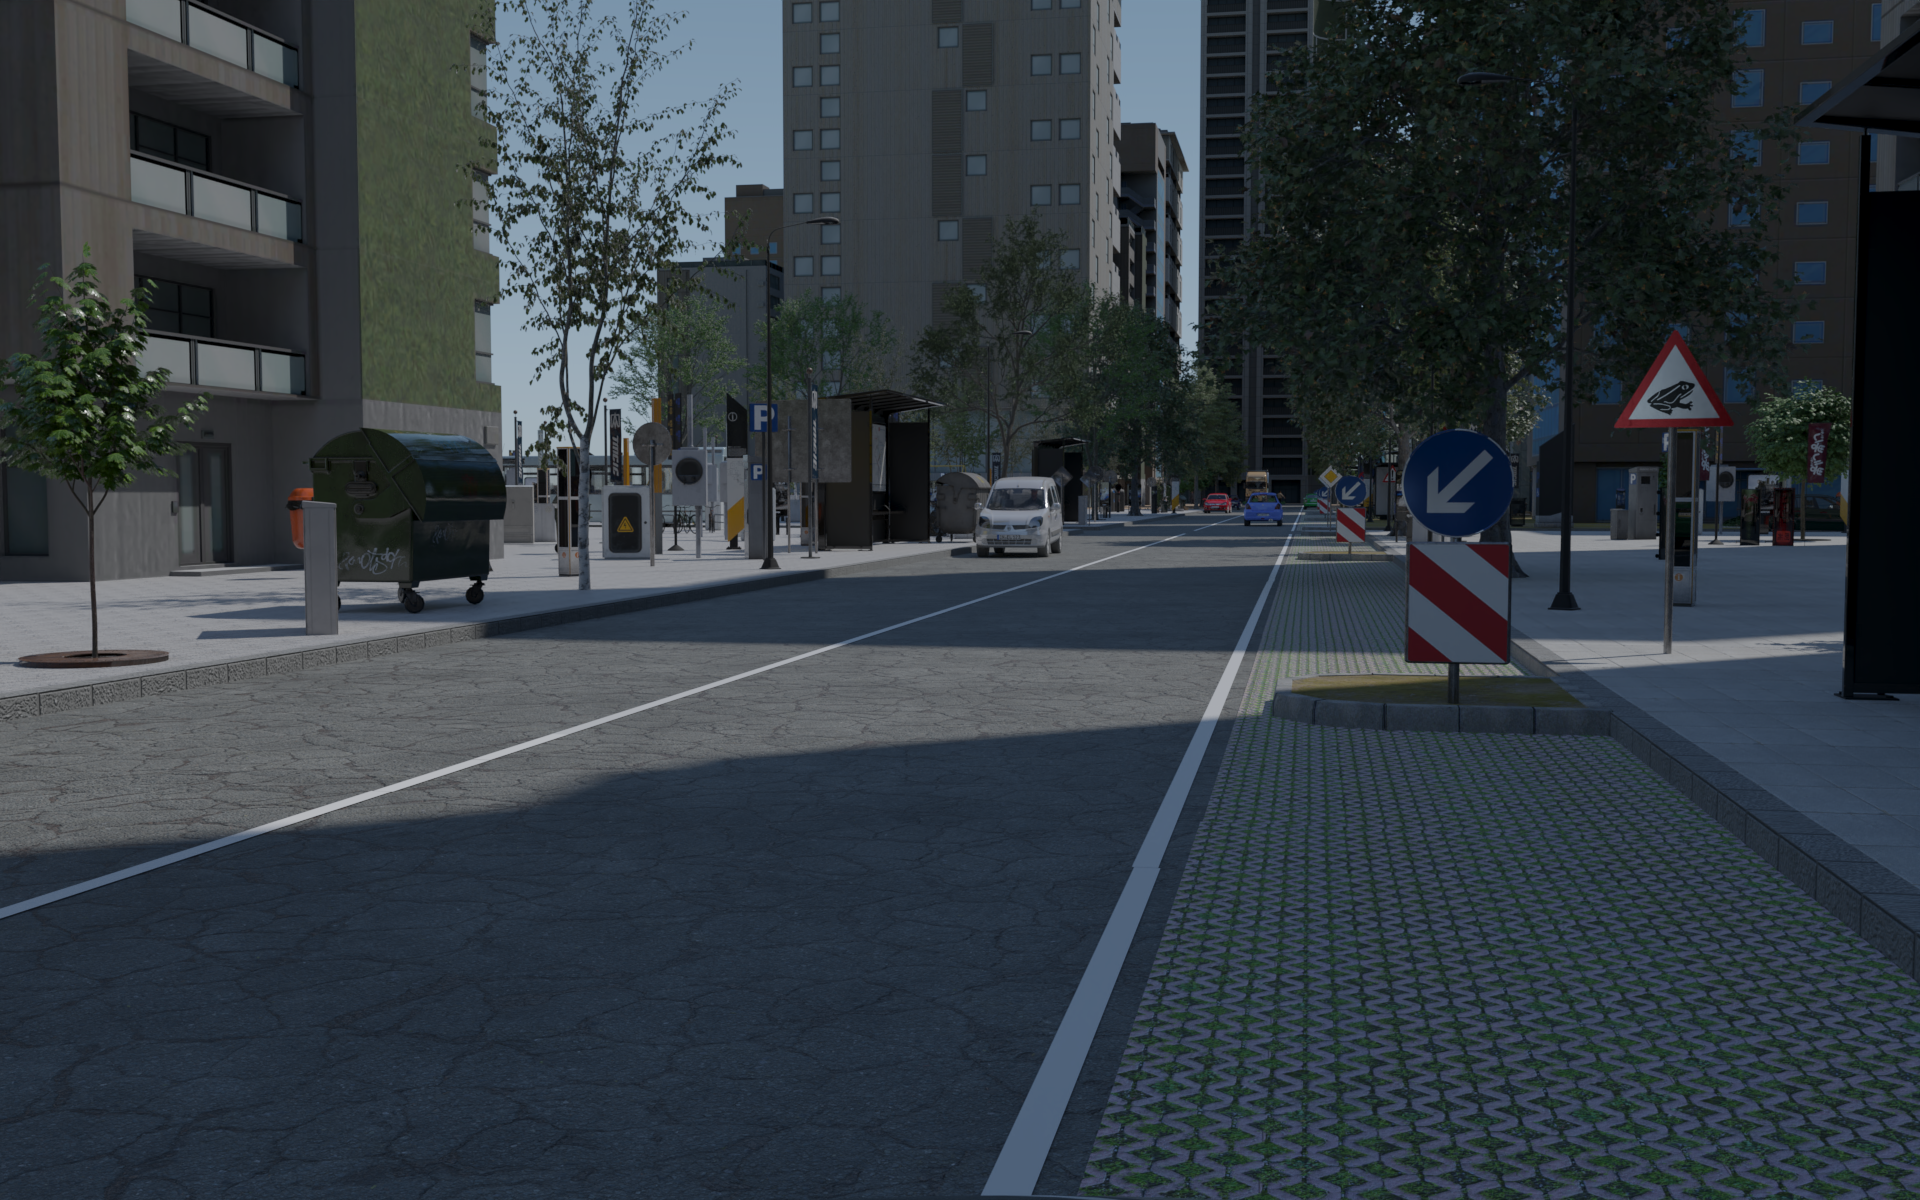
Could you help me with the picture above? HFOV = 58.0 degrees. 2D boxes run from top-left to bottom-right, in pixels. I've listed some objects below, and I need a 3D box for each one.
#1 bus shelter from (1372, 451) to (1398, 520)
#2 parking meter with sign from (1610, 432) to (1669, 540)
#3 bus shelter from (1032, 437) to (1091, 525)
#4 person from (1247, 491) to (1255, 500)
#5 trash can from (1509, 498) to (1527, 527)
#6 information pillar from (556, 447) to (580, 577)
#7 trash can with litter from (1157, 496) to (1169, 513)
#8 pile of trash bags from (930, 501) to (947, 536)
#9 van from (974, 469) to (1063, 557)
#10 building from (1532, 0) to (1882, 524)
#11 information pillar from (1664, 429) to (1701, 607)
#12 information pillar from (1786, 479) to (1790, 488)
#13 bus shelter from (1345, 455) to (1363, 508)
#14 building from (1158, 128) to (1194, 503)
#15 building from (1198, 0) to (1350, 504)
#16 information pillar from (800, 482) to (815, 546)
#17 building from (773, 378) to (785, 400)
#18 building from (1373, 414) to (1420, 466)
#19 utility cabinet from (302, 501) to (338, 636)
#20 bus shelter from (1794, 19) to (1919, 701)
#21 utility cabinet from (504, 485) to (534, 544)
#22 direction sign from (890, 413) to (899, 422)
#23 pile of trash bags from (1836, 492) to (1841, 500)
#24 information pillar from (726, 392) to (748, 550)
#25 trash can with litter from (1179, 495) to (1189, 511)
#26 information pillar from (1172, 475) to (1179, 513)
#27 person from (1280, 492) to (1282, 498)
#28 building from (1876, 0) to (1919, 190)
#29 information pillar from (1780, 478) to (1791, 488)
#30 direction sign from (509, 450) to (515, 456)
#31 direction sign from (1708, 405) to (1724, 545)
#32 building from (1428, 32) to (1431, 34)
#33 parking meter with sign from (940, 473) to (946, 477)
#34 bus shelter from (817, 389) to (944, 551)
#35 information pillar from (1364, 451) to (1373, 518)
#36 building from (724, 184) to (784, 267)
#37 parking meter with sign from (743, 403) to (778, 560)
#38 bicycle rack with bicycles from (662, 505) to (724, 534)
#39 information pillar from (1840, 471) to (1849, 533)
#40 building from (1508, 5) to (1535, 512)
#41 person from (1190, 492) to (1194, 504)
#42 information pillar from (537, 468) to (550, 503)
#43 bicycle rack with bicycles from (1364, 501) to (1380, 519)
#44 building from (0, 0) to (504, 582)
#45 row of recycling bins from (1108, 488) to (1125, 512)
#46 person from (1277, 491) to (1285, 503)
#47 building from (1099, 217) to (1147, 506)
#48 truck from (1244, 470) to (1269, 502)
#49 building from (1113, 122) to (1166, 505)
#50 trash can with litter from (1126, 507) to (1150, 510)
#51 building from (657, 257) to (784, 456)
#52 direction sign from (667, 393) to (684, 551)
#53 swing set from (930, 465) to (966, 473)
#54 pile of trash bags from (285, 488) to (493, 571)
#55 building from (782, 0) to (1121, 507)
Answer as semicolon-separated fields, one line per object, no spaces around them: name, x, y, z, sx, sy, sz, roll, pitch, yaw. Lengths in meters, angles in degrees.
bus shelter;20.910;-5.479;83.500;2.014;3.302;5.546;1;4;11
parking meter with sign;19.233;-3.214;48.808;1.738;3.016;0.543;-1;4;-13
bus shelter;4.376;-5.066;74.108;1.731;3.624;6.357;1;4;11
person;26.859;-9.163;158.837;1.217;1.766;0.721;3;5;41
trash can;21.927;-3.456;68.151;0.748;1.137;0.748;0;3;0
information pillar;-6.054;-1.374;26.954;0.304;2.012;0.304;3;5;40
trash can with litter;13.675;-6.518;117.954;1.055;1.170;0.624;2;4;26
pile of trash bags;-0.024;-2.703;53.943;1.912;1.369;3.447;1;4;12
van;1.424;-2.058;40.666;2.013;2.044;4.112;1;4;9
building;34.780;-26.294;80.023;14.200;45.320;14.600;1;4;11
information pillar;8.255;-0.936;19.792;0.304;2.012;0.304;2;4;31
information pillar;30.452;-4.422;63.662;0.183;3.616;0.504;1;4;21
bus shelter;31.008;-9.623;134.974;2.179;5.291;8.768;1;4;11
building;20.311;-40.425;250.185;27.495;52.752;28.713;1;4;11
building;44.211;-49.144;241.751;20.611;71.187;20.563;1;4;11
information pillar;-3.777;-2.353;42.957;0.304;2.012;0.304;1;4;12
building;-6.317;-54.589;205.197;31.000;86.520;22.319;1;4;11
building;70.034;-37.841;238.308;30.456;49.044;23.786;1;4;11
utility cabinet;-5.969;-0.307;16.187;0.306;1.237;1.020;-1;4;-21
bus shelter;5.432;-1.006;7.726;1.731;3.624;6.357;1;4;11
utility cabinet;-11.493;-2.174;44.229;1.173;1.500;0.318;-1;4;-9
direction sign;-1.804;-3.312;46.147;0.379;3.537;0.876;-2;4;-25
pile of trash bags;36.005;-3.599;68.595;3.447;1.369;1.912;-2;4;-24
information pillar;-5.148;-2.973;39.956;0.504;3.616;0.183;0;4;-2
trash can with litter;17.486;-7.552;134.861;0.624;1.170;1.055;-1;4;-22
information pillar;14.268;-7.547;114.741;0.504;3.616;0.183;1;4;23
person;40.274;-12.801;217.757;0.705;1.831;1.348;0;4;3
building;27.898;-21.590;36.592;14.154;41.232;14.086;1;4;11
information pillar;33.188;-3.986;69.668;0.304;2.012;0.304;-1;4;-18
direction sign;-23.038;-5.943;89.165;0.379;3.537;0.876;0;4;5
direction sign;19.182;-3.171;43.842;0.379;3.537;0.876;2;4;34
building;64.456;-36.665;188.717;28.713;52.752;27.495;1;4;11
parking meter with sign;-0.824;-9.028;143.874;0.543;3.016;1.738;3;5;44
bus shelter;-1.864;-3.101;41.991;1.731;3.624;6.357;1;4;12
information pillar;22.232;-6.305;94.446;0.504;3.616;0.183;0;4;7
building;-25.092;-36.827;252.231;14.200;45.320;14.600;1;4;11
parking meter with sign;-3.997;-2.321;34.207;0.543;3.016;1.738;-1;4;-15
bicycle rack with bicycles;-8.813;-2.660;56.865;2.852;0.926;2.925;-1;4;-21
information pillar;29.133;-4.007;56.877;0.183;3.616;0.504;0;4;-7
building;45.301;-49.080;115.136;22.319;86.520;31.000;1;4;11
person;29.904;-13.102;223.265;0.990;1.755;0.434;-3;5;-45
information pillar;-11.958;-2.769;49.763;0.304;2.012;0.304;0;4;1
bicycle rack with bicycles;21.710;-4.709;90.379;2.852;0.926;2.925;0;4;-1
building;-17.300;-21.057;27.884;14.154;41.232;14.086;1;4;11
row of recycling bins;10.925;-7.191;124.690;1.069;1.692;3.534;2;4;26
person;39.137;-12.442;211.934;1.348;1.823;0.705;3;5;40
building;11.698;-24.992;180.316;14.160;30.474;14.107;1;4;11
truck;35.183;-13.221;205.070;2.839;4.237;11.283;1;4;11
building;16.665;-34.006;206.107;14.200;45.320;14.600;1;4;11
trash can with litter;14.879;-8.080;143.169;2.233;1.210;1.678;2;4;24
building;-28.538;-27.118;215.087;14.107;30.474;14.160;1;4;11
direction sign;-6.437;-2.883;39.131;0.379;3.537;0.876;-2;4;-28
swing set;-0.961;-5.948;94.874;3.119;2.851;2.862;1;4;23
pile of trash bags;-9.234;-1.093;27.621;1.912;1.369;3.447;2;4;28
building;0.316;-34.939;160.496;28.713;52.752;27.495;1;4;11
